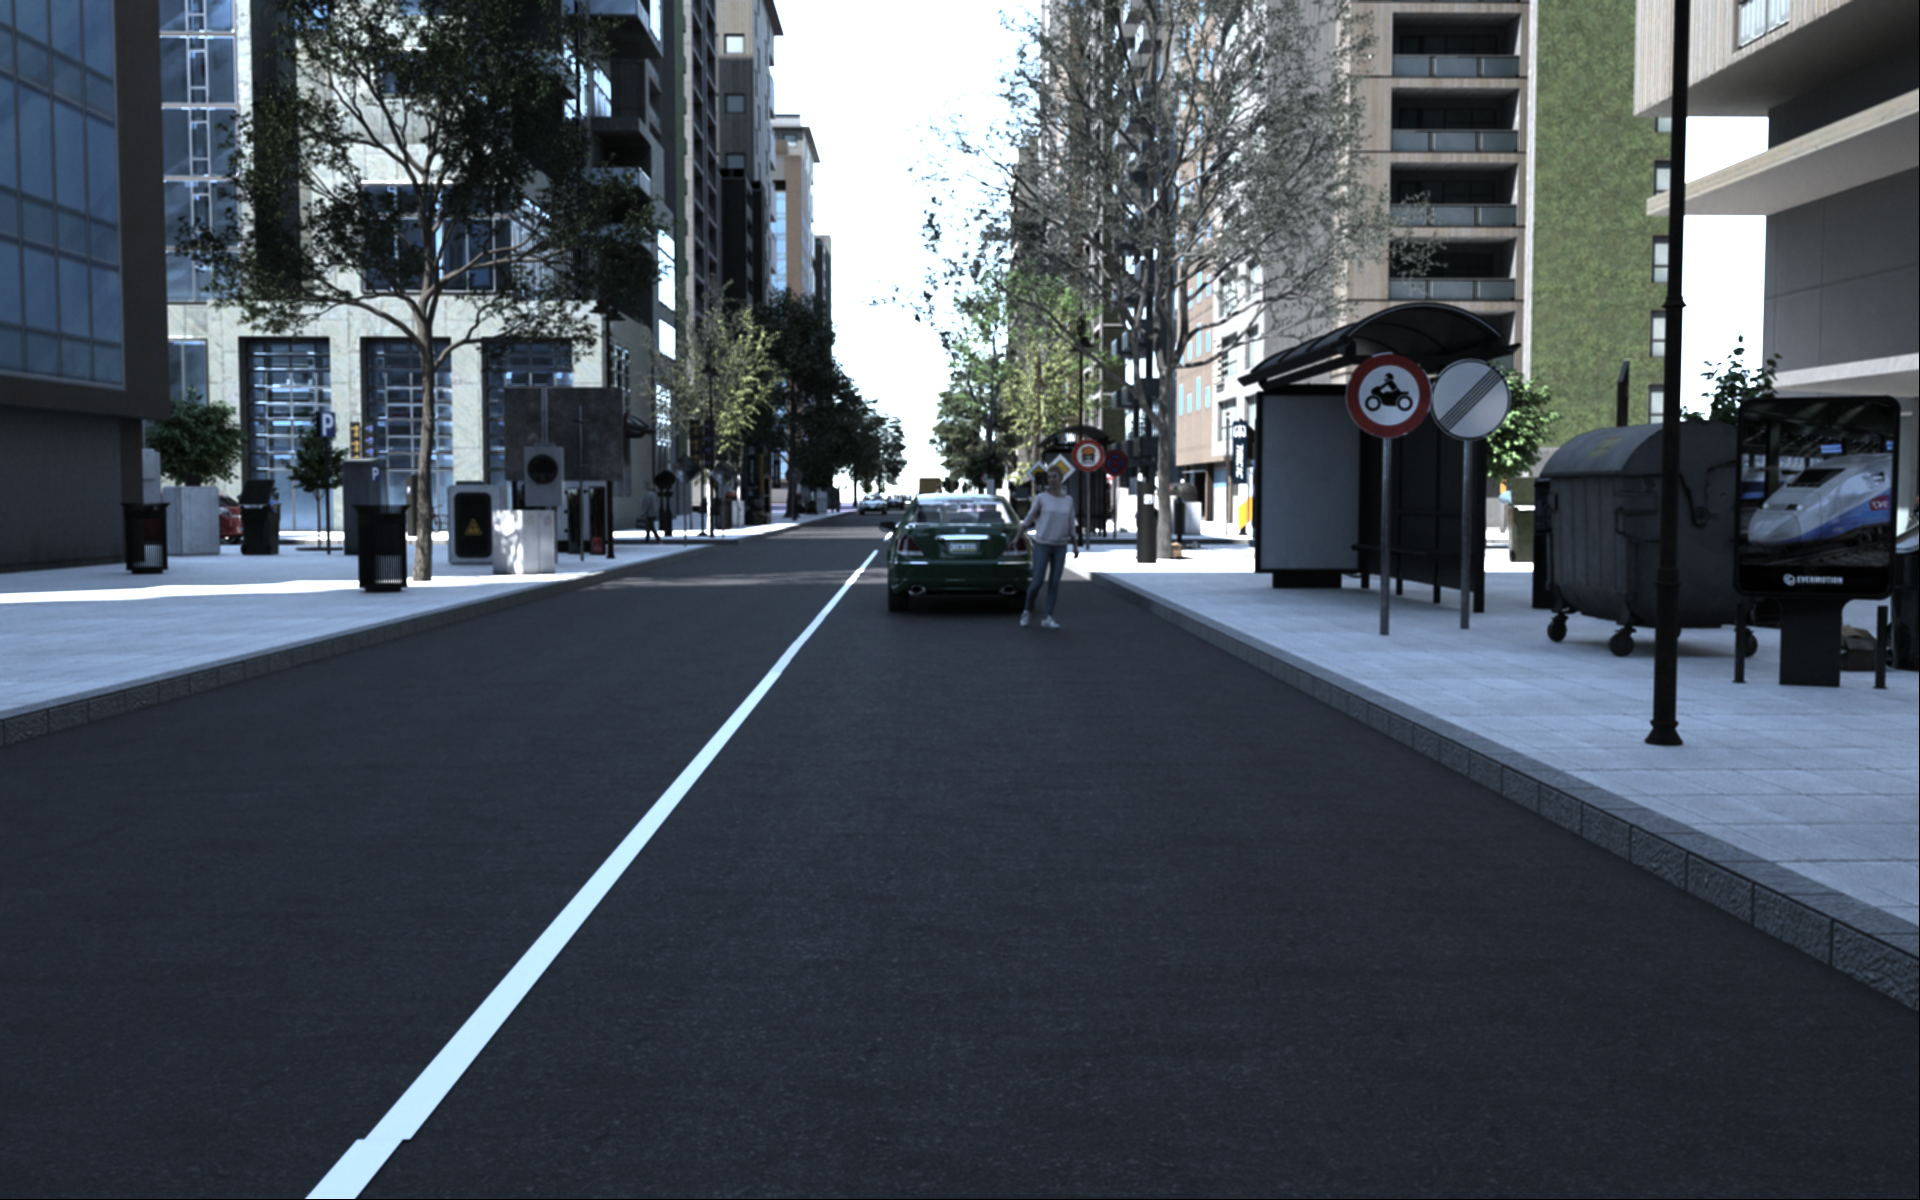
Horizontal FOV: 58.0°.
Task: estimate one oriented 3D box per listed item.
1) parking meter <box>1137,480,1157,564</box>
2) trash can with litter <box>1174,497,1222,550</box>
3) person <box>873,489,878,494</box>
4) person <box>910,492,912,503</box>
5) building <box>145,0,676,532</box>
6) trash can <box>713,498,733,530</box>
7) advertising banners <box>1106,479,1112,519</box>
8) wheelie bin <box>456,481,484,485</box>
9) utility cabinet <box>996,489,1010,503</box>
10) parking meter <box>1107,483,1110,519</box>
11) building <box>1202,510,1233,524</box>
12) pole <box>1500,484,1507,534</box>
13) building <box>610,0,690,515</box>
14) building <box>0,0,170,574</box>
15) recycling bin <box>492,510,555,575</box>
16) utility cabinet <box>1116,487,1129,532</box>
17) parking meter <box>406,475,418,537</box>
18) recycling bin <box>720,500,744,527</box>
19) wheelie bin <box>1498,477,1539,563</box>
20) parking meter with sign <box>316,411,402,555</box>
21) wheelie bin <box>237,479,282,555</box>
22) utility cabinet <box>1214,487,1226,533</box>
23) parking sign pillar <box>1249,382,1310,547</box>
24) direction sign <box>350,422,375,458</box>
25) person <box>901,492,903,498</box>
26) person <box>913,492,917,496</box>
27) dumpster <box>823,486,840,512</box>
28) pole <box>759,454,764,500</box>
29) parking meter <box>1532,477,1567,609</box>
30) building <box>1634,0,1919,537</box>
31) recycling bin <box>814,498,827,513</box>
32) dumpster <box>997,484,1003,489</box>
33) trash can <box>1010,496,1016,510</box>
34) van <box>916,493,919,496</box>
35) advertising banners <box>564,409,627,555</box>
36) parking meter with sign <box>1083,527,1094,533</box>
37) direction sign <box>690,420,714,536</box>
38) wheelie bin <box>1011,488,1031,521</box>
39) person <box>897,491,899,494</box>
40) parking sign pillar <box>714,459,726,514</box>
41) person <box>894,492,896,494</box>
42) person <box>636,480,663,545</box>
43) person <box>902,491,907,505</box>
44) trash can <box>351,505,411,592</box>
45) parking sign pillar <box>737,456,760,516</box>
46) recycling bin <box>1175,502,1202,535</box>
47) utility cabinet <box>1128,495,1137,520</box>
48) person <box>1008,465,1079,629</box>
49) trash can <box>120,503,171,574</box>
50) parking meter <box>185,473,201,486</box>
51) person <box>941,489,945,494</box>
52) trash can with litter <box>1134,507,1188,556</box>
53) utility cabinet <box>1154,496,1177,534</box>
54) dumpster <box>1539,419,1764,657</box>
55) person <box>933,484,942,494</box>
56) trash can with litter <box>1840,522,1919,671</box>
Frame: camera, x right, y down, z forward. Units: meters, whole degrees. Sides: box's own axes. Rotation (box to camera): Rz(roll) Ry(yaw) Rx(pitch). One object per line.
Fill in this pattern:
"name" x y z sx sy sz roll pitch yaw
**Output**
"parking meter" 3.455 -1.443 32.009 0.372 1.533 0.369 0 3 0
"trash can with litter" 5.265 -1.826 40.917 1.678 1.210 2.233 0 4 3
"person" -6.668 -7.876 137.415 1.348 1.807 0.705 -1 4 -20
"person" -6.437 -13.533 230.587 0.721 1.723 1.217 0 4 -4
"building" -23.401 -46.359 70.645 22.319 86.520 31.000 0 4 -1
"trash can" -8.459 -3.071 61.871 0.748 1.137 0.748 0 3 0
"advertising banners" 7.254 -5.491 85.958 0.090 3.025 2.074 -1 4 -12
"wheelie bin" -11.924 -2.089 42.060 0.980 1.594 0.693 -1 4 -15
"utility cabinet" 1.882 -4.077 75.345 0.318 1.500 1.173 -1 4 -14
"parking meter" 7.582 -5.149 89.895 0.399 1.863 0.255 -2 4 -35
"building" 18.024 -26.293 79.997 14.600 45.320 14.200 0 4 -1
"pole" 17.545 -3.794 55.883 0.158 3.312 0.155 0 3 0
"building" -24.111 -25.621 102.505 14.154 41.232 14.086 0 4 -1
"building" -22.101 -22.927 24.970 14.200 45.320 14.600 0 4 -1
"recycling bin" -6.986 -0.928 27.735 0.722 1.027 0.722 3 4 36
"utility cabinet" 5.477 -3.051 58.565 0.318 1.500 1.173 0 4 -3
"parking meter" -16.457 -2.836 52.085 0.255 1.863 0.399 -3 5 -45
"recycling bin" -8.964 -3.395 68.062 0.722 1.027 0.722 2 4 35
"wheelie bin" 10.590 -1.503 32.480 0.980 1.594 0.693 0 4 7
"parking meter with sign" -12.623 -2.463 36.532 1.738 3.016 0.543 1 4 15
"wheelie bin" -14.870 -1.766 36.774 0.980 1.594 0.693 0 4 6
"utility cabinet" 8.597 -2.973 57.281 0.318 1.500 1.173 0 4 3
"parking sign pillar" 7.778 -3.277 42.045 1.447 3.967 1.447 0 3 0
"direction sign" -18.794 -3.825 54.537 0.876 3.537 0.379 1 4 19
"person" -9.150 -16.123 272.919 0.445 1.727 0.742 -1 4 -13
"person" -7.005 -16.268 275.205 1.217 1.736 0.721 -1 4 -20
"dumpster" -9.177 -7.175 123.077 1.264 1.857 1.865 0 4 -1
"pole" -10.015 -5.724 87.435 0.158 3.312 0.155 0 3 0
"parking meter" 6.631 -0.674 19.429 0.372 1.533 0.369 0 3 0
"building" 26.835 -26.356 20.160 28.713 52.752 27.495 0 4 -1
"recycling bin" -9.356 -6.341 116.221 0.722 1.027 0.722 -1 4 -16
"dumpster" 2.872 -7.411 123.671 1.502 2.255 1.985 0 4 -1
"trash can" 3.102 -5.674 104.421 0.748 1.137 0.748 0 3 0
"van" -4.389 -12.950 216.115 2.240 2.365 5.245 0 4 -1
"advertising banners" -7.674 -2.467 36.531 2.074 3.025 0.090 3 5 40
"parking meter with sign" 4.339 -3.795 58.305 0.543 3.016 1.738 0 4 -4
"direction sign" -7.884 -3.729 52.967 0.876 3.537 0.379 2 4 26
"wheelie bin" 2.986 -4.656 84.031 0.980 1.594 0.693 0 4 7
"person" -7.563 -12.653 215.904 0.750 1.759 0.617 0 4 5
"parking sign pillar" -14.924 -7.335 108.395 1.447 3.967 1.447 1 4 9
"person" -9.958 -15.752 266.048 0.705 1.824 1.348 2 4 28
"person" -8.141 -2.246 45.403 0.728 1.800 0.709 1 4 10
"person" -7.206 -13.286 225.597 0.709 1.838 0.599 -3 5 -45
"trash can" -7.589 -0.679 22.758 0.748 1.137 0.748 0 3 0
"parking sign pillar" -12.337 -6.898 101.261 1.447 3.967 1.447 -2 4 -32
"recycling bin" 7.190 -2.569 54.550 0.722 1.027 0.722 0 4 -3
"utility cabinet" 8.443 -4.582 86.075 1.020 1.237 0.306 1 4 23
"person" 0.844 -0.575 18.570 0.731 1.740 0.598 -2 4 -28
"trash can" -13.126 -0.996 27.938 0.748 1.137 0.748 0 3 0
"parking meter" -21.833 -2.670 49.359 0.255 1.863 0.399 3 5 44
"person" -1.424 -7.828 136.505 1.348 1.821 0.705 0 4 -2
"trash can with litter" 4.108 -1.472 35.449 1.055 1.170 0.624 0 4 -1
"utility cabinet" 6.500 -2.757 56.241 1.020 1.237 0.306 2 4 27
"dumpster" 5.711 -0.523 14.308 1.264 1.857 1.865 0 4 -1
"person" -0.845 -3.619 67.650 0.713 1.824 0.794 1 4 14
"trash can with litter" 6.838 -0.073 12.588 1.055 1.170 0.624 0 4 -3
